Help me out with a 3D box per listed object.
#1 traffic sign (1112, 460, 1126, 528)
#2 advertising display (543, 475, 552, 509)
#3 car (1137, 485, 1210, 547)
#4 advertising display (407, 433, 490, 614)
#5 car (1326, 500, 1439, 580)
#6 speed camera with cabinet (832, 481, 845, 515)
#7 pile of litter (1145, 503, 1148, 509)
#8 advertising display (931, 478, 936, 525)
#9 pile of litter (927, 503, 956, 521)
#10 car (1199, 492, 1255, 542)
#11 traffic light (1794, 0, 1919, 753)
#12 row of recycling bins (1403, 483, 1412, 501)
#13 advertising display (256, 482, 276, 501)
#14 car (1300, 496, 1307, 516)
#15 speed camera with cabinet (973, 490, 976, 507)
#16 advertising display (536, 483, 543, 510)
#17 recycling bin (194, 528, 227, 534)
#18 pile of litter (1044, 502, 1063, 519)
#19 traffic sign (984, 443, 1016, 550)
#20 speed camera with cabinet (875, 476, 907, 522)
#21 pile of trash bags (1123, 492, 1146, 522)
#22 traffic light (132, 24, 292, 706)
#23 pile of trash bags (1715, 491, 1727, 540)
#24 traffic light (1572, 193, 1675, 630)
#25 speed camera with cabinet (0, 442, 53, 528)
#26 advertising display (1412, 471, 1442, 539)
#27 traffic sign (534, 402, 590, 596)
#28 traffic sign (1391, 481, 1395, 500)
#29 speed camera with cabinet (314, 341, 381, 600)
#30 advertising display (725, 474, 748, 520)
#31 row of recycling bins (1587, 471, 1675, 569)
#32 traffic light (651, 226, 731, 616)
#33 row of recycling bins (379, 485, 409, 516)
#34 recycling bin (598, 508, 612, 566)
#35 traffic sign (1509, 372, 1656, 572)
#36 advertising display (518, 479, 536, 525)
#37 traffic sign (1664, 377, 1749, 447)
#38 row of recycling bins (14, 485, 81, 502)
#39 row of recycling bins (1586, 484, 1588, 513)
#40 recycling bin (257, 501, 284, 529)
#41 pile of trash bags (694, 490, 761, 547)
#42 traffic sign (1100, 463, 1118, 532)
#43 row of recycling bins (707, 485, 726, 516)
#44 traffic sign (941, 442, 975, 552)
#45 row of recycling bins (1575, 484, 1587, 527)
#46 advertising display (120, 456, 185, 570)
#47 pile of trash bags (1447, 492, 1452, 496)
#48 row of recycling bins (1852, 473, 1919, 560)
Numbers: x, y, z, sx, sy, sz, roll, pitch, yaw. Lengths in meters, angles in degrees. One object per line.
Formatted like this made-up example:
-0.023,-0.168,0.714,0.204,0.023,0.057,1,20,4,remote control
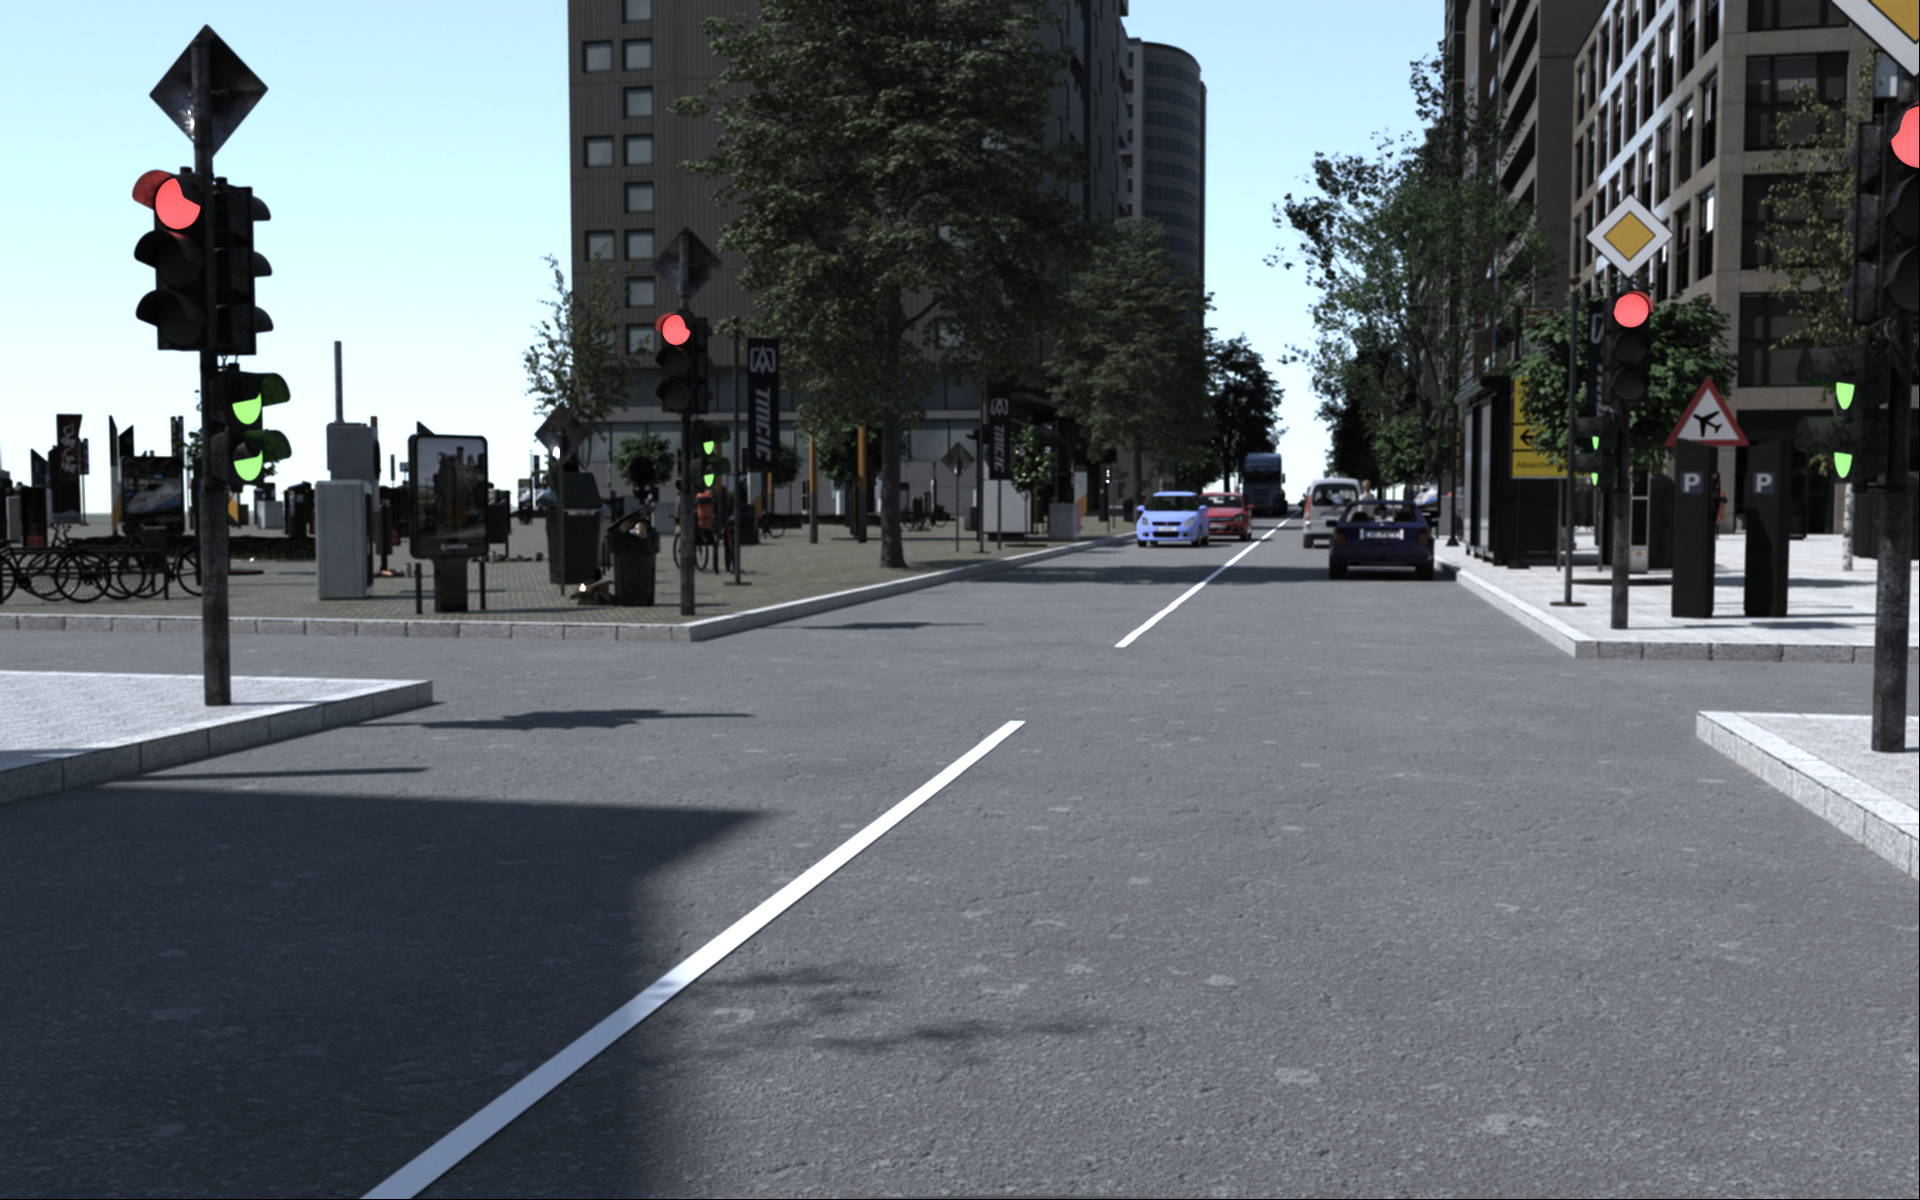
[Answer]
5.808,-3.993,65.284,0.884,2.594,0.081,1,4,18,traffic sign
-13.054,-3.135,56.474,0.974,1.923,0.123,1,4,19,advertising display
5.901,-2.334,47.746,1.945,1.707,3.694,1,4,13,car
-5.543,-0.832,18.818,0.123,1.923,0.974,3,4,36,advertising display
7.383,-1.085,30.325,1.945,1.354,3.894,1,4,14,car
-6.039,-5.728,87.994,0.660,3.252,2.038,-1,4,-15,speed camera with cabinet
9.070,-4.429,86.381,1.176,0.858,1.719,1,4,20,pile of litter
-1.091,-4.053,71.478,0.123,1.923,0.974,0,4,-8,advertising display
-0.937,-4.196,82.566,1.719,0.858,1.176,2,4,32,pile of litter
8.065,-2.723,53.561,2.155,1.783,4.494,1,4,12,car
4.617,-1.200,8.537,0.839,4.253,0.868,1,4,12,traffic light
15.845,-3.217,59.709,1.069,1.692,3.534,1,4,18,row of recycling bins
-38.336,-5.535,95.703,0.974,1.923,0.123,-2,4,-26,advertising display
23.889,-6.383,116.158,2.131,1.459,4.920,1,4,13,car
1.543,-4.390,66.105,2.038,3.252,0.660,1,4,23,speed camera with cabinet
-23.883,-5.714,98.641,0.974,1.923,0.123,3,5,44,advertising display
-20.155,-2.081,46.585,0.722,1.027,0.722,-2,4,-35,recycling bin
5.179,-4.573,88.741,1.719,0.858,1.176,2,4,32,pile of litter
0.908,-2.432,39.875,0.768,2.556,0.104,1,4,21,traffic sign
-3.184,-5.189,79.171,0.660,3.252,2.038,2,4,31,speed camera with cabinet
8.503,-4.319,80.361,1.912,1.369,3.447,0,3,0,pile of trash bags
-4.502,-1.315,10.419,0.839,4.253,0.868,1,4,12,traffic light
20.077,-2.423,49.365,3.447,1.369,1.912,3,5,44,pile of trash bags
6.250,-1.678,16.354,0.839,4.253,0.868,1,4,12,traffic light
-35.620,-4.365,65.710,2.038,3.252,0.660,-2,4,-29,speed camera with cabinet
13.319,-2.708,49.485,0.123,1.923,0.974,-2,4,-34,advertising display
-5.017,-1.262,21.812,0.795,2.450,0.064,1,4,18,traffic sign
21.012,-5.124,83.880,0.768,2.556,0.104,1,4,12,traffic sign
-7.697,-1.681,21.821,0.660,3.252,2.038,-1,4,-13,speed camera with cabinet
-6.945,-3.044,54.981,0.974,1.923,0.123,-1,4,-18,advertising display
12.122,-1.471,31.164,1.069,1.692,3.534,1,4,13,row of recycling bins
-2.868,-1.793,18.235,0.839,4.253,0.868,1,4,12,traffic light
-27.711,-4.565,81.745,3.534,1.692,1.069,0,4,-5,row of recycling bins
-6.714,-1.124,30.937,0.722,1.027,0.722,2,4,29,recycling bin
10.249,-2.121,28.556,2.265,3.308,0.079,1,4,19,traffic sign
-18.146,-4.107,72.358,0.974,1.923,0.123,3,5,45,advertising display
8.299,-1.181,19.306,0.884,2.594,0.081,1,4,14,traffic sign
-41.623,-4.401,79.069,1.069,1.692,3.534,1,4,17,row of recycling bins
16.072,-2.102,41.473,1.069,1.692,3.534,0,4,6,row of recycling bins
-25.321,-3.122,63.600,0.722,1.027,0.722,-3,5,-44,recycling bin
-6.064,-2.054,43.340,1.912,1.369,3.447,0,4,2,pile of trash bags
4.972,-3.412,57.912,0.606,2.300,0.079,1,4,17,traffic sign
-10.774,-4.286,77.194,1.069,1.692,3.534,0,4,-3,row of recycling bins
-0.054,-2.271,38.320,0.795,2.450,0.064,1,4,18,traffic sign
24.966,-3.776,68.857,1.069,1.692,3.534,0,4,-3,row of recycling bins
-13.726,-1.483,29.466,0.974,1.923,0.123,-2,4,-34,advertising display
23.329,-4.130,77.282,3.447,1.369,1.912,-1,4,-11,pile of trash bags
18.730,-1.715,35.151,1.069,1.692,3.534,1,4,19,row of recycling bins
